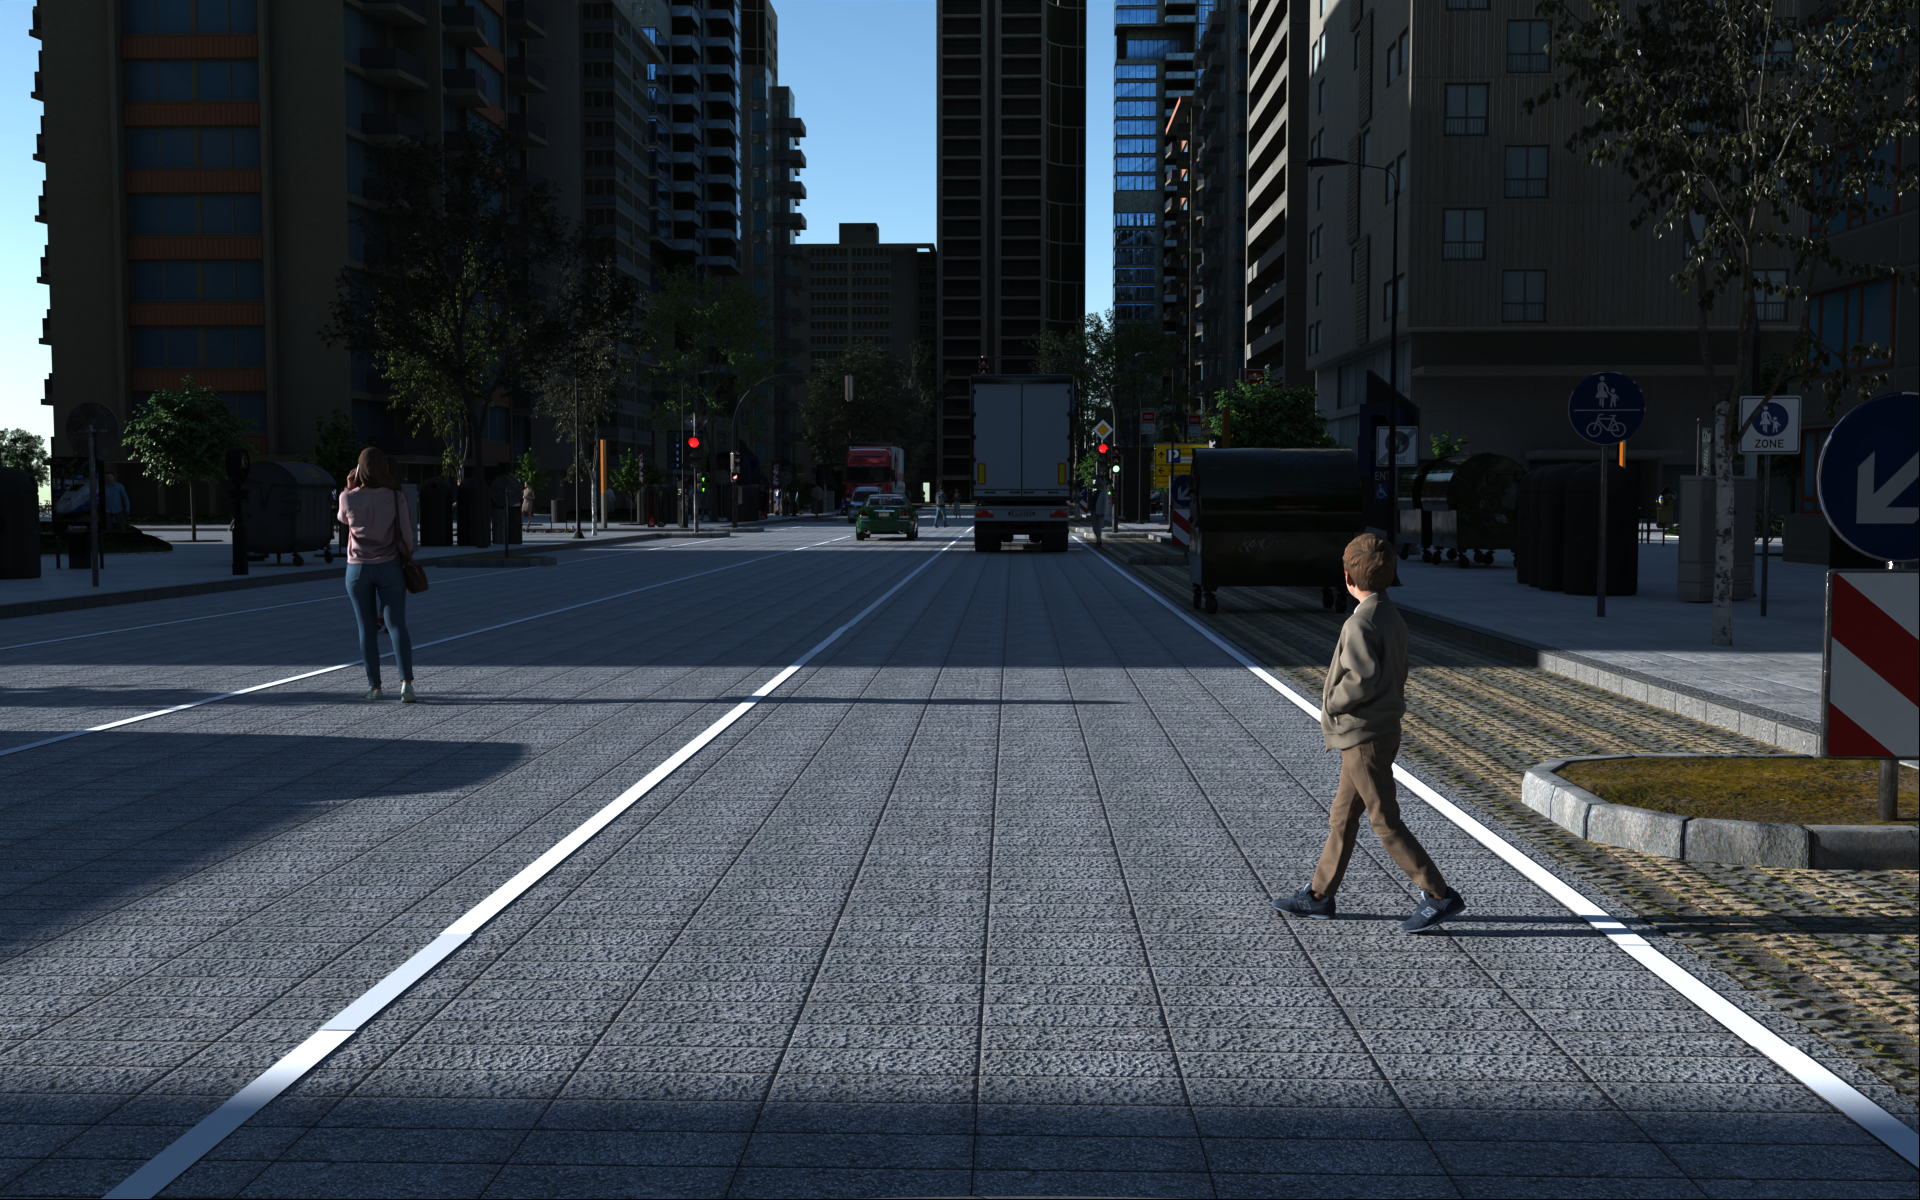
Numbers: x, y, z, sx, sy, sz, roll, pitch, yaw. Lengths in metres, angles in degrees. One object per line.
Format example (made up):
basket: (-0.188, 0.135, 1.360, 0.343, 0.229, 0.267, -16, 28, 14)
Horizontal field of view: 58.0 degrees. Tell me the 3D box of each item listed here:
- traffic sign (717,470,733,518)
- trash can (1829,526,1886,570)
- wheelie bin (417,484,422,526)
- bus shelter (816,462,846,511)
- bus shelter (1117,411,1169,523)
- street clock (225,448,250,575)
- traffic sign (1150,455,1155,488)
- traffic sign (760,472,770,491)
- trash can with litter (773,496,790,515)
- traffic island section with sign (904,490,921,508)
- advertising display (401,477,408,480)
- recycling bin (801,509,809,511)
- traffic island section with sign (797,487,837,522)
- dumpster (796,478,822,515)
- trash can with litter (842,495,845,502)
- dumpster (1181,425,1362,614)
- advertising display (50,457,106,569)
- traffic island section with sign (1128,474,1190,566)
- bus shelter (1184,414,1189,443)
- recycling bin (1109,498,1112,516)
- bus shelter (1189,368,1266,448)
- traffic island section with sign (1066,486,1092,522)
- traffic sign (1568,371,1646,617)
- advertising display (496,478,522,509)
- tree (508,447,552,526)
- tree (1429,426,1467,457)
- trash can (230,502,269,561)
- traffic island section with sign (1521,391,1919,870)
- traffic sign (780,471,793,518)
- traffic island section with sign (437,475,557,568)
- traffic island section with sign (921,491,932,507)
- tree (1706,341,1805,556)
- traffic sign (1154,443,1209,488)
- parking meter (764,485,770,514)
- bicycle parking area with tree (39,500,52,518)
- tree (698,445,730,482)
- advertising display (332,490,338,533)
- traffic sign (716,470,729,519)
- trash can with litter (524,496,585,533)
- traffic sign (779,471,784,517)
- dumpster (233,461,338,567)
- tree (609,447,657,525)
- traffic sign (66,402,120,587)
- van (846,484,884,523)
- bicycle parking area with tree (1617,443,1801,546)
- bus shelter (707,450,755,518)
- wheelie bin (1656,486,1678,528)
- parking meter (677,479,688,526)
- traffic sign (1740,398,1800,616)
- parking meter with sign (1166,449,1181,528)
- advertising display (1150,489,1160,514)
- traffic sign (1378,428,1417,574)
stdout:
traffic sign: (-12.454, -5.623, 91.934, 0.884, 2.594, 0.081, 0, 4, 3)
trash can: (8.952, -0.338, 17.173, 0.748, 1.137, 0.748, 0, 3, 0)
wheelie bin: (-17.057, -2.914, 55.559, 0.980, 1.594, 0.693, -2, 4, -26)
bus shelter: (-9.730, -8.559, 131.222, 1.731, 3.624, 6.357, 0, 4, 2)
bus shelter: (8.281, -6.333, 81.182, 2.179, 5.291, 8.768, 0, 4, 2)
street clock: (-11.435, -1.400, 27.464, 0.358, 2.002, 0.471, 0, 4, -3)
traffic sign: (9.350, -5.857, 89.628, 2.265, 3.308, 0.079, 0, 4, 2)
traffic sign: (-11.606, -6.237, 101.981, 0.884, 2.594, 0.081, 1, 4, 8)
trash can with litter: (-10.818, -5.741, 105.250, 1.055, 1.170, 0.624, -1, 4, -14)
traffic island section with sign: (-5.023, -9.708, 167.353, 1.989, 1.847, 2.006, 0, 4, 2)
advertising display: (-21.528, -3.719, 66.024, 0.974, 1.923, 0.123, -2, 4, -30)
recycling bin: (-11.643, -7.078, 128.282, 0.722, 1.027, 0.722, 2, 4, 32)
traffic island section with sign: (-7.446, -5.010, 90.536, 1.989, 1.847, 2.006, 0, 4, 2)
dumpster: (-9.396, -6.436, 107.728, 1.502, 2.255, 1.985, 0, 4, 2)
trash can with litter: (-8.865, -7.688, 137.090, 1.055, 1.170, 0.624, 3, 4, 37)
dumpster: (3.761, -0.982, 21.007, 1.985, 2.255, 1.502, 0, 4, 0)
advertising display: (-15.141, -1.501, 29.752, 0.974, 1.923, 0.123, 1, 4, 11)
traffic island section with sign: (4.457, -1.639, 35.418, 1.989, 1.847, 2.006, 0, 4, 2)
bus shelter: (10.983, -6.546, 84.666, 2.179, 5.291, 8.768, 0, 4, 2)
recycling bin: (9.265, -5.493, 102.365, 0.722, 1.027, 0.722, -1, 4, -18)
bus shelter: (8.622, -4.601, 52.857, 2.179, 5.291, 8.768, 0, 4, 2)
traffic island section with sign: (6.167, -4.975, 89.969, 1.989, 1.847, 2.006, 0, 4, 2)
traffic sign: (6.704, -1.097, 18.036, 0.768, 2.556, 0.104, 1, 4, 10)
advertising display: (-17.567, -3.807, 67.452, 0.974, 1.923, 0.123, -1, 4, -10)
tree: (-17.579, -4.657, 70.738, 1.663, 3.219, 1.824, 0, 3, 0)
tree: (13.346, -3.257, 47.861, 1.663, 3.219, 1.824, 0, 3, 0)
trash can: (-13.553, -1.313, 33.126, 0.748, 1.137, 0.748, 0, 3, 0)
traffic island section with sign: (3.575, 0.069, 7.496, 1.989, 1.847, 2.006, 0, 4, 2)
traffic sign: (-9.514, -5.772, 94.471, 0.768, 2.556, 0.104, 0, 4, 6)
traffic island section with sign: (-9.189, -1.593, 34.672, 1.989, 1.847, 2.006, 0, 4, 2)
traffic island section with sign: (-4.171, -11.356, 194.295, 1.989, 1.847, 2.006, 0, 4, 2)
tree: (17.372, -3.197, 35.977, 4.285, 4.588, 4.351, 0, 3, 0)
traffic sign: (8.942, -4.629, 69.553, 2.265, 3.308, 0.079, 0, 4, 4)
parking meter: (-12.388, -6.425, 110.762, 0.399, 1.863, 0.255, 0, 4, -4)
bicycle parking area with tree: (-51.487, -7.189, 104.534, 9.016, 4.147, 8.231, 1, 4, 14)
tree: (-16.149, -8.116, 116.402, 4.285, 4.588, 4.351, 0, 3, 0)
advertising display: (-21.034, -3.190, 57.378, 0.974, 1.923, 0.123, 1, 4, 13)
traffic sign: (-12.365, -5.487, 89.826, 0.768, 2.556, 0.104, 0, 4, 2)
trash can with litter: (-13.702, -2.846, 57.582, 2.233, 1.210, 1.678, 0, 4, 1)
traffic sign: (-9.843, -5.876, 96.174, 0.768, 2.556, 0.104, 0, 4, 4)
dumpster: (-12.205, -1.563, 31.313, 1.264, 1.857, 1.865, 0, 4, 2)
tree: (-13.680, -4.725, 71.862, 1.663, 3.219, 1.824, 0, 3, 0)
traffic sign: (-11.994, -1.459, 23.957, 0.768, 2.556, 0.104, 0, 4, 4)
van: (-4.590, -4.833, 86.031, 2.013, 2.044, 4.112, 0, 4, 2)
bicycle parking area with tree: (19.122, -3.437, 43.197, 8.231, 4.147, 9.016, 2, 4, 24)
bus shelter: (-12.696, -6.421, 96.264, 1.731, 3.624, 6.357, 0, 4, 2)
wheelie bin: (26.429, -3.478, 64.774, 0.693, 1.594, 0.980, 2, 4, 31)
parking meter: (-11.021, -3.860, 68.814, 0.255, 1.863, 0.399, 2, 4, 33)
traffic sign: (8.430, -0.977, 18.103, 0.606, 2.300, 0.079, 1, 4, 9)
parking meter with sign: (8.163, -4.264, 65.982, 0.543, 3.016, 1.738, 0, 4, 4)
advertising display: (12.244, -6.395, 109.775, 0.974, 1.923, 0.123, -2, 4, -24)
traffic sign: (6.608, -1.475, 26.252, 0.606, 2.300, 0.079, 0, 4, 7)
